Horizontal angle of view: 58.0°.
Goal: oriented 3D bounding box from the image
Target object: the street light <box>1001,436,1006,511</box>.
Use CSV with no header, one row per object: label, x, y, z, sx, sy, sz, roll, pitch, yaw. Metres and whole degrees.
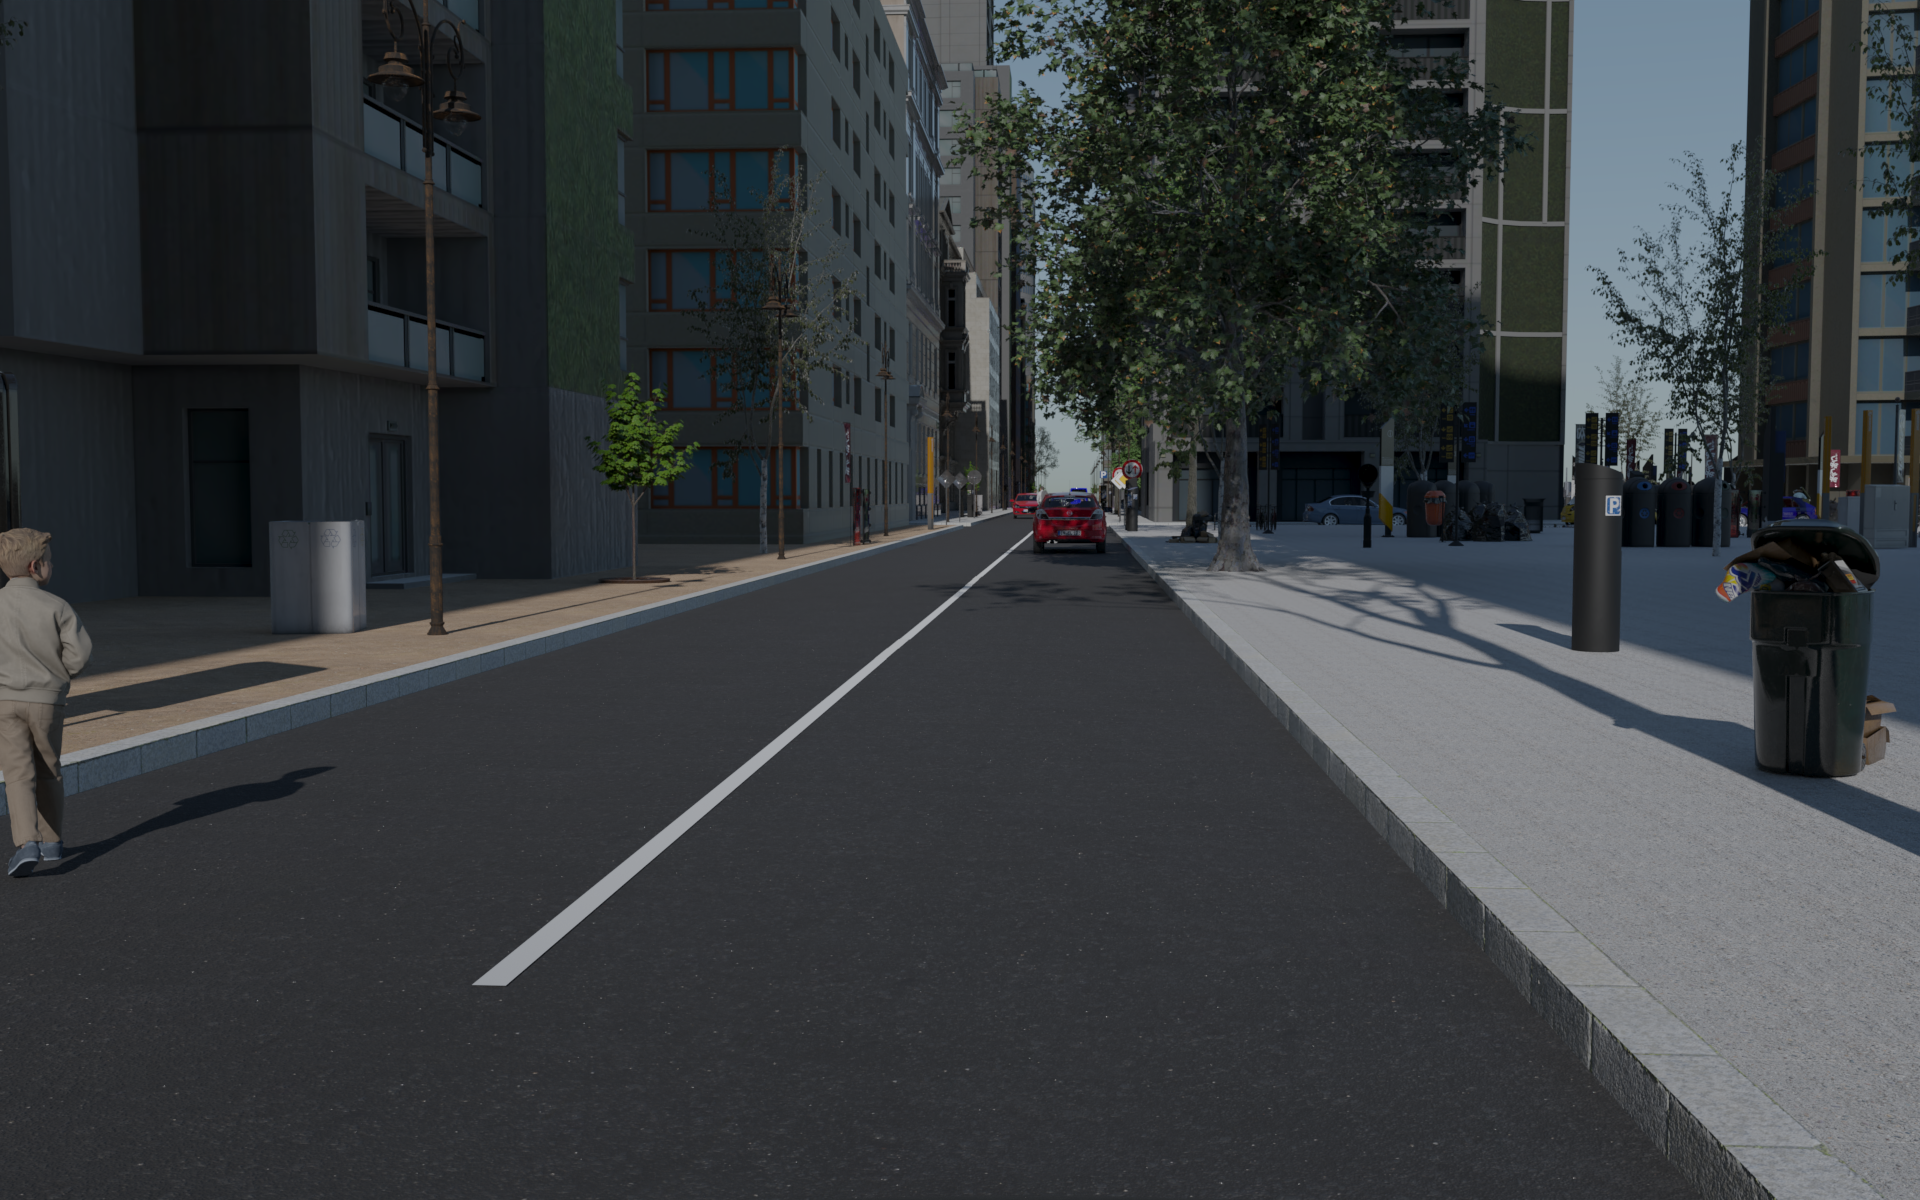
street light,3.347,-9.876,134.259,0.468,5.910,1.993,0,4,4

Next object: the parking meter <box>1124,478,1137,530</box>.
parking meter,6.031,-3.391,61.154,0.399,1.863,0.255,-2,4,-24

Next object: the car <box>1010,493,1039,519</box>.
car,4.008,-5.672,101.785,2.155,1.783,4.494,0,4,2

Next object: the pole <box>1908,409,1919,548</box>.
pole,22.833,-2.911,41.444,0.158,3.312,0.155,0,3,0

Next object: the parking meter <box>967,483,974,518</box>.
parking meter,0.577,-5.441,94.674,0.255,1.863,0.399,2,4,25

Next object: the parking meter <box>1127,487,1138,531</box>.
parking meter,5.937,-3.129,59.574,0.372,1.533,0.369,0,3,0

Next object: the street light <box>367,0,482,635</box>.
street light,-4.767,-2.619,15.615,0.468,5.910,1.993,0,4,4

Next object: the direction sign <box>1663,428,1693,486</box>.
direction sign,24.669,-4.146,59.779,0.876,3.537,0.379,-1,4,-12

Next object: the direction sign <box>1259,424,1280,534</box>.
direction sign,9.987,-3.915,56.013,0.379,3.537,0.876,-3,4,-37

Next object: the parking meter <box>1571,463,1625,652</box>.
parking meter,5.212,-0.352,14.160,0.372,1.533,0.369,0,3,0

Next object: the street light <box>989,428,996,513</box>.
street light,2.141,-8.763,116.067,0.468,5.910,1.993,0,4,4

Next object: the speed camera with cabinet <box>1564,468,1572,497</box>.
speed camera with cabinet,45.317,-8.191,128.259,0.660,3.252,2.038,0,4,1

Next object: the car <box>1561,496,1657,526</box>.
car,27.039,-3.766,71.800,3.980,1.641,2.015,0,4,4

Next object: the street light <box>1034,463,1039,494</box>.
street light,9.816,-15.688,229.283,0.468,5.910,1.993,0,4,4

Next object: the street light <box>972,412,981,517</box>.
street light,0.928,-7.641,97.726,0.468,5.910,1.993,0,4,4

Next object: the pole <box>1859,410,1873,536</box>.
pole,22.035,-2.953,42.132,0.158,3.312,0.155,0,3,0

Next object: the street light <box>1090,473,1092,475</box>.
street light,18.591,-16.292,239.157,0.468,5.910,1.993,0,4,4

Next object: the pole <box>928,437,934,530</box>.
pole,-1.054,-4.179,62.174,0.158,3.312,0.155,0,3,0

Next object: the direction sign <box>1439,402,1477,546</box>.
direction sign,12.271,-3.103,42.729,0.876,3.537,0.379,0,4,5

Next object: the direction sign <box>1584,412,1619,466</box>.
direction sign,17.842,-3.439,48.227,0.876,3.537,0.379,1,4,13

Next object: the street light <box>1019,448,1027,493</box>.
street light,6.162,-12.295,173.804,0.468,5.910,1.993,0,4,4

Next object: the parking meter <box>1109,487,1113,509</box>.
parking meter,12.523,-8.479,144.345,0.399,1.863,0.255,1,4,12

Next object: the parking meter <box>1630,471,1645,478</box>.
parking meter,16.781,-2.278,42.962,0.255,1.863,0.399,0,4,0

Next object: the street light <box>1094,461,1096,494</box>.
street light,15.421,-13.423,192.247,0.468,5.910,1.993,0,4,4

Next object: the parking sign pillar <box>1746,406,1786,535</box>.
parking sign pillar,25.189,-3.986,53.638,1.447,3.967,1.447,1,4,17

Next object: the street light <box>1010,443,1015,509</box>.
street light,4.729,-11.169,155.394,0.468,5.910,1.993,0,4,4

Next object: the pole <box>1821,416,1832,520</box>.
pole,22.698,-3.152,45.386,0.158,3.312,0.155,0,3,0

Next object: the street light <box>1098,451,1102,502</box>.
street light,12.866,-11.148,155.065,0.468,5.910,1.993,0,4,4

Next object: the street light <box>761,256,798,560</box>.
street light,-3.502,-3.732,33.804,0.468,5.910,1.993,0,4,4

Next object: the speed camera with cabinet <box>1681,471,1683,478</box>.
speed camera with cabinet,49.898,-7.673,119.787,0.660,3.252,2.038,3,4,38

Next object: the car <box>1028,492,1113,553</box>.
car,2.753,-2.099,43.353,2.155,1.783,4.494,0,4,4

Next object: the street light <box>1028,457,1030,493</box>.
street light,7.250,-13.408,192.005,0.468,5.910,1.993,0,4,4

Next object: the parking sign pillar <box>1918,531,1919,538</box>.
parking sign pillar,28.962,-3.809,50.741,1.447,3.967,1.447,-1,4,-16

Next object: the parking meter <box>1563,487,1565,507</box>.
parking meter,50.444,-8.516,144.946,0.255,1.863,0.399,2,4,29

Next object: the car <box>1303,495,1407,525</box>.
car,16.629,-3.694,72.391,4.499,1.417,2.014,0,4,3

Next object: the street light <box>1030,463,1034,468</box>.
street light,8.497,-14.576,211.099,0.468,5.910,1.993,0,4,4

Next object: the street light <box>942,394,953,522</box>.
street light,-0.548,-6.497,79.019,0.468,5.910,1.993,0,4,4

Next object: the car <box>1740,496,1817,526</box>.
car,33.314,-3.629,71.907,3.894,1.354,1.945,0,4,5

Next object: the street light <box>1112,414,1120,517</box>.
street light,8.982,-7.638,97.669,0.468,5.910,1.993,0,4,4

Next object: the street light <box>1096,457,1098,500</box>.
street light,14.163,-12.274,173.474,0.468,5.910,1.993,0,4,4

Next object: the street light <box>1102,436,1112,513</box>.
street light,11.529,-9.901,134.663,0.468,5.910,1.993,0,4,4

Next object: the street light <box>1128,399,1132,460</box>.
street light,7.748,-6.525,79.479,0.468,5.910,1.993,0,4,4

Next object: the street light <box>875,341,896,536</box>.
street light,-2.249,-4.880,52.568,0.468,5.910,1.993,0,4,4
